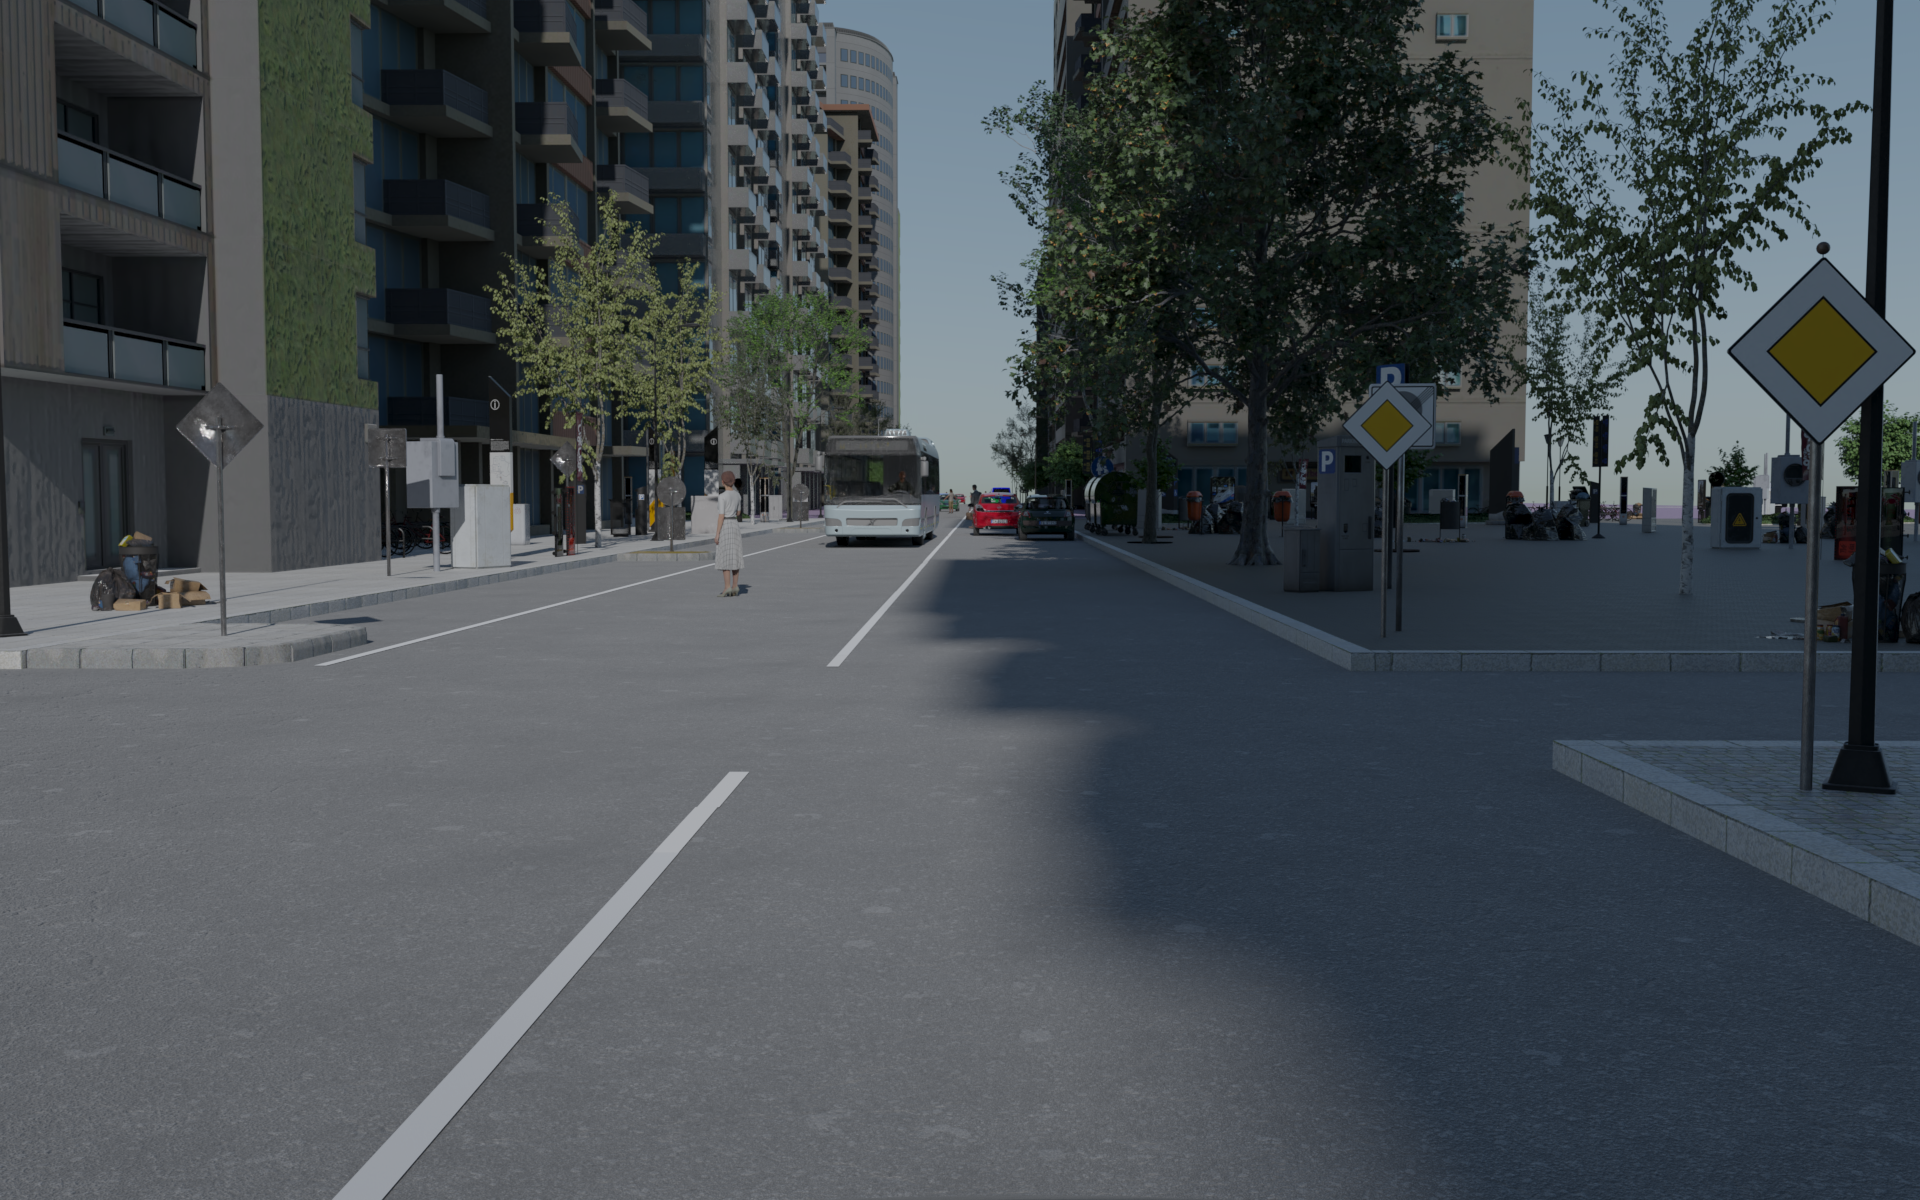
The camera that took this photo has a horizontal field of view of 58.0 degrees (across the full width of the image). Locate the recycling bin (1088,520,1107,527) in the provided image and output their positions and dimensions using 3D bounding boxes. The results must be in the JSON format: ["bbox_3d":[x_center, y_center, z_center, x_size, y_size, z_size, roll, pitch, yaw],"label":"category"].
[{"bbox_3d":[5.451,-3.430,68.632,0.722,1.027,0.722,0,4,-2],"label":"recycling bin"}]

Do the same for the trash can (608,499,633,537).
[{"bbox_3d":[-10.161,-2.459,51.858,0.748,1.137,0.748,0,3,0],"label":"trash can"}]

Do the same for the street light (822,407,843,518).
[{"bbox_3d":[-6.923,-7.346,92.649,1.470,5.913,1.316,0,4,1],"label":"street light"}]

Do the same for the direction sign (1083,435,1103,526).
[{"bbox_3d":[5.116,-4.578,66.852,0.876,3.537,0.379,-2,4,-27],"label":"direction sign"}]

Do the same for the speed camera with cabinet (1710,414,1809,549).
[{"bbox_3d":[18.772,-2.831,40.624,2.038,3.252,0.660,0,4,2],"label":"speed camera with cabinet"}]

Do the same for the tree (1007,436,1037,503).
[{"bbox_3d":[7.229,-15.554,204.663,4.737,8.622,4.395,0,3,0],"label":"tree"}]

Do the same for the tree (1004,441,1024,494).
[{"bbox_3d":[7.763,-17.736,240.345,4.360,8.622,3.978,0,3,0],"label":"tree"}]

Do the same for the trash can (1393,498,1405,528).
[{"bbox_3d":[16.520,-3.305,65.691,0.748,1.137,0.748,0,3,0],"label":"trash can"}]

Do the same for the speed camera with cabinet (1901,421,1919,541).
[{"bbox_3d":[25.285,-3.204,46.721,2.038,3.252,0.660,-1,4,-14],"label":"speed camera with cabinet"}]

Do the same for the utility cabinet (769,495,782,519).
[{"bbox_3d":[-9.640,-4.794,89.550,1.020,1.237,0.306,3,5,42],"label":"utility cabinet"}]

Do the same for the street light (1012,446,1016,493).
[{"bbox_3d":[5.782,-11.899,167.087,1.470,5.913,1.316,0,4,1],"label":"street light"}]

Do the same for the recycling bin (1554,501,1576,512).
[{"bbox_3d":[22.450,-3.172,64.417,0.722,1.027,0.722,0,4,2],"label":"recycling bin"}]

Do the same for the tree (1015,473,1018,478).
[{"bbox_3d":[6.538,-10.255,151.381,4.285,4.588,4.351,0,3,0],"label":"tree"}]

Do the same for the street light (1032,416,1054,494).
[{"bbox_3d":[4.987,-7.983,103.055,1.470,5.913,1.316,0,4,1],"label":"street light"}]

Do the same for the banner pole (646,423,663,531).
[{"bbox_3d":[-10.775,-4.332,60.840,0.863,3.779,0.401,-3,5,-42],"label":"banner pole"}]

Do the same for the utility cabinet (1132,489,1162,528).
[{"bbox_3d":[6.996,-3.458,65.209,1.173,1.500,0.318,2,4,30],"label":"utility cabinet"}]

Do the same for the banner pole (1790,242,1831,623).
[{"bbox_3d":[8.447,-1.655,17.082,0.401,3.779,0.863,2,4,29],"label":"banner pole"}]

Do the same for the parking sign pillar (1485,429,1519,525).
[{"bbox_3d":[22.625,-5.108,71.994,1.447,3.967,1.447,-2,4,-26],"label":"parking sign pillar"}]

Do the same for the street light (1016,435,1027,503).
[{"bbox_3d":[5.356,-9.959,135.364,1.470,5.913,1.316,0,4,1],"label":"street light"}]

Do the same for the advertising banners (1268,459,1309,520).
[{"bbox_3d":[16.300,-5.489,85.940,2.074,3.025,0.090,0,4,-8],"label":"advertising banners"}]

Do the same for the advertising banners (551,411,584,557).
[{"bbox_3d":[-8.129,-2.437,36.028,0.090,3.025,2.074,0,4,5],"label":"advertising banners"}]

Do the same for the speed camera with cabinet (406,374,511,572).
[{"bbox_3d":[-8.513,-2.148,29.453,0.660,3.252,2.038,1,4,23],"label":"speed camera with cabinet"}]

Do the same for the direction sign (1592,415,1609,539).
[{"bbox_3d":[18.484,-3.549,50.031,0.379,3.537,0.876,0,4,-8],"label":"direction sign"}]

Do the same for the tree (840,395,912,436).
[{"bbox_3d":[-7.588,-13.905,161.754,8.767,10.594,7.601,-1,4,-10],"label":"tree"}]

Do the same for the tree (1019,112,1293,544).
[{"bbox_3d":[5.043,-7.267,44.566,9.928,11.665,9.643,0,3,0],"label":"tree"}]

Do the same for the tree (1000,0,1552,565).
[{"bbox_3d":[5.491,-6.986,31.222,9.611,12.733,9.660,0,3,0],"label":"tree"}]

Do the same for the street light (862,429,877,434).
[{"bbox_3d":[-6.482,-9.286,124.371,1.470,5.913,1.316,0,4,1],"label":"street light"}]

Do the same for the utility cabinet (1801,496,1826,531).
[{"bbox_3d":[29.247,-2.948,59.354,1.020,1.237,0.306,-2,4,-32],"label":"utility cabinet"}]

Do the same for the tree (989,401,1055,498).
[{"bbox_3d":[6.585,-14.651,173.951,8.767,10.594,7.601,2,4,27],"label":"tree"}]

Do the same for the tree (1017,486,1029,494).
[{"bbox_3d":[8.205,-13.498,215.287,1.663,3.219,1.824,0,3,0],"label":"tree"}]

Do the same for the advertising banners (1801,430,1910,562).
[{"bbox_3d":[17.229,-2.281,33.476,0.090,3.025,2.074,-3,5,-44],"label":"advertising banners"}]

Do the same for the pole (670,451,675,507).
[{"bbox_3d":[-13.654,-5.409,82.285,0.158,3.312,0.155,0,3,0],"label":"pole"}]

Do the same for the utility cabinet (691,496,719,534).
[{"bbox_3d":[-8.216,-2.763,56.344,1.020,1.237,0.306,0,4,-1],"label":"utility cabinet"}]

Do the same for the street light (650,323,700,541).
[{"bbox_3d":[-7.747,-4.565,47.171,1.470,5.913,1.316,0,4,1],"label":"street light"}]

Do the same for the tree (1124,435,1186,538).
[{"bbox_3d":[5.741,-3.441,50.864,1.663,3.219,1.824,0,3,0],"label":"tree"}]

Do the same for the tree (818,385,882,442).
[{"bbox_3d":[-7.250,-9.773,110.154,4.360,8.622,3.978,0,3,0],"label":"tree"}]

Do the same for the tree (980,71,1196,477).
[{"bbox_3d":[7.126,-13.444,75.701,12.611,20.169,13.585,0,3,0],"label":"tree"}]

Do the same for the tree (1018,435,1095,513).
[{"bbox_3d":[6.302,-6.849,95.701,4.285,4.588,4.351,0,3,0],"label":"tree"}]

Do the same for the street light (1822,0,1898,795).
[{"bbox_3d":[3.392,-2.132,7.403,1.470,5.913,1.316,0,4,1],"label":"street light"}]

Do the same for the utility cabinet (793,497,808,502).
[{"bbox_3d":[-8.032,-4.653,87.233,0.306,1.237,1.020,-2,4,-35],"label":"utility cabinet"}]

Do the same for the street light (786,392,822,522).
[{"bbox_3d":[-7.229,-6.505,78.892,1.470,5.913,1.316,0,4,1],"label":"street light"}]

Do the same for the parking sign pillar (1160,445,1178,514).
[{"bbox_3d":[10.515,-6.145,88.935,1.447,3.967,1.447,3,4,37],"label":"parking sign pillar"}]

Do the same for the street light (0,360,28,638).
[{"bbox_3d":[-8.084,-2.624,15.447,1.470,5.913,1.316,0,4,1],"label":"street light"}]

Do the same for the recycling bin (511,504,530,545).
[{"bbox_3d":[-11.241,-1.896,43.553,0.722,1.027,0.722,0,4,-4],"label":"recycling bin"}]

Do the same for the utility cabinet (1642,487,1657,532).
[{"bbox_3d":[23.045,-3.008,57.858,0.318,1.500,1.173,2,4,29],"label":"utility cabinet"}]

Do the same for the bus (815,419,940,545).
[{"bbox_3d":[-2.145,-3.439,51.079,2.948,3.499,13.247,0,4,2],"label":"bus"}]
